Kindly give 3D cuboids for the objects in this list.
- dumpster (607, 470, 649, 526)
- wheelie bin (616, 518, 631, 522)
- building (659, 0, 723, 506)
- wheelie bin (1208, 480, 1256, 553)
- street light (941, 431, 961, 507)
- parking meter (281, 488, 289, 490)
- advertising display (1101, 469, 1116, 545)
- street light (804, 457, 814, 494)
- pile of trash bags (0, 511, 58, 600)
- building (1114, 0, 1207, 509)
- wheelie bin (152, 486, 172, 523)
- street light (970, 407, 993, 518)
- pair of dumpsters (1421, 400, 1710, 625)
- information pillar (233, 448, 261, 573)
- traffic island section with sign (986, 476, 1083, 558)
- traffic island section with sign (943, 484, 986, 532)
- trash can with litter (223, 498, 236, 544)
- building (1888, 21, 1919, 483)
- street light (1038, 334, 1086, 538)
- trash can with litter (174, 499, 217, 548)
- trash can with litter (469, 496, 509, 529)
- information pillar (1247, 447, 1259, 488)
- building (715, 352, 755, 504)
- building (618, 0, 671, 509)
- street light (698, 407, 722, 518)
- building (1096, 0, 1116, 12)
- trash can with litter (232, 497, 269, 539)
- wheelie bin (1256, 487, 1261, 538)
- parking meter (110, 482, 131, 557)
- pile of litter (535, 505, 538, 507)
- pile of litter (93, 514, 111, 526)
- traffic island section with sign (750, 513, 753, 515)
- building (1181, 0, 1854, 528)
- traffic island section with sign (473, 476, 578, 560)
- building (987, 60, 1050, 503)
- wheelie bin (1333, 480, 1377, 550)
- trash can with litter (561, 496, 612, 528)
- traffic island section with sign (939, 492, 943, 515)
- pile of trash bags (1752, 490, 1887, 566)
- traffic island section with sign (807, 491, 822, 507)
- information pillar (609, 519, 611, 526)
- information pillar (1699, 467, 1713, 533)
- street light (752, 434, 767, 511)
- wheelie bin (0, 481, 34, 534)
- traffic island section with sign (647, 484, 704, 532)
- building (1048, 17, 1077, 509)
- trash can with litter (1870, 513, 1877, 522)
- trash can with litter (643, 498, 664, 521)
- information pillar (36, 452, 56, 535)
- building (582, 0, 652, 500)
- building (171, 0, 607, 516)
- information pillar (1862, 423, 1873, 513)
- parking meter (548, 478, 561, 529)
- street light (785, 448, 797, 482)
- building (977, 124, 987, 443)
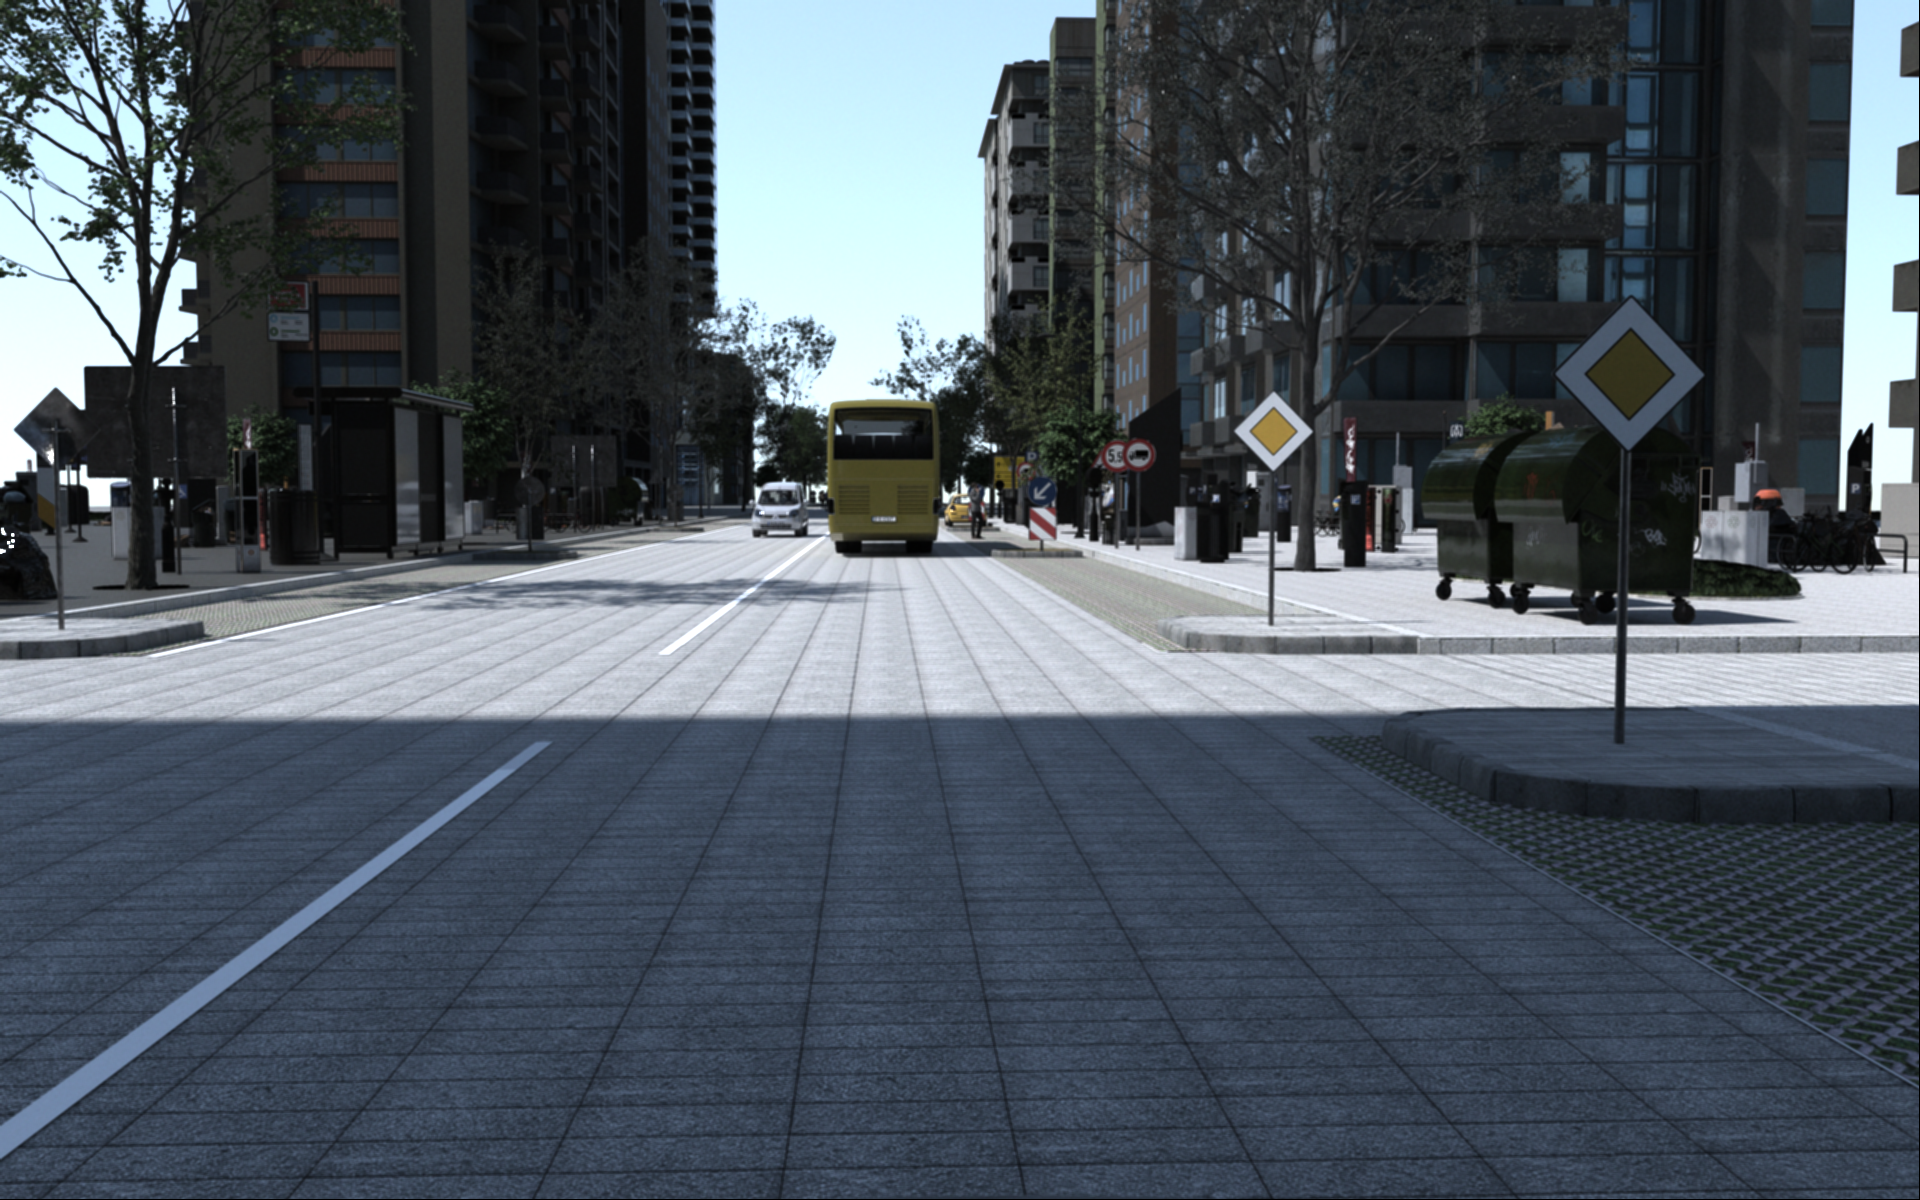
[{"bbox_3d":[-13.350,-4.088,69.326,1.502,2.255,1.985,0,4,-2],"label":"dumpster"},{"bbox_3d":[-15.409,-4.378,79.485,0.693,1.594,0.980,2,4,31],"label":"wheelie bin"},{"bbox_3d":[-37.873,-53.994,195.471,22.319,86.520,31.000,0,4,-3],"label":"building"},{"bbox_3d":[5.881,-1.835,37.917,0.693,1.594,0.980,3,4,37],"label":"wheelie bin"},{"bbox_3d":[-0.528,-9.467,127.322,1.470,5.913,1.316,0,4,-3],"label":"street light"},{"bbox_3d":[-27.617,-3.825,70.955,0.372,1.533,0.369,0,3,0],"label":"parking meter"},{"bbox_3d":[3.773,-2.351,43.647,0.123,1.923,0.974,-1,4,-15],"label":"advertising display"},{"bbox_3d":[-19.001,-14.984,217.527,1.470,5.913,1.316,0,4,-3],"label":"street light"},{"bbox_3d":[-12.343,-0.626,19.986,1.912,1.369,3.447,1,4,16],"label":"pile of trash bags"},{"bbox_3d":[16.804,-27.524,100.128,14.600,45.320,14.200,0,4,-3],"label":"building"},{"bbox_3d":[-32.120,-3.774,69.609,0.693,1.594,0.980,-3,5,-45],"label":"wheelie bin"},{"bbox_3d":[1.082,-7.283,91.614,1.470,5.913,1.316,0,4,-3],"label":"street light"},{"bbox_3d":[6.477,-1.005,18.923,1.574,2.255,4.437,0,4,-2],"label":"pair of dumpsters"},{"bbox_3d":[-11.567,-1.444,28.104,0.304,2.012,0.304,-3,5,-40],"label":"information pillar"},{"bbox_3d":[1.703,-1.892,39.559,1.989,1.847,2.006,0,4,-3],"label":"traffic island section with sign"},{"bbox_3d":[0.483,-3.552,66.699,1.989,1.847,2.006,0,4,-3],"label":"traffic island section with sign"},{"bbox_3d":[-18.735,-2.050,44.901,0.624,1.170,1.055,-2,4,-29],"label":"trash can with litter"},{"bbox_3d":[32.206,-25.089,33.912,21.600,48.544,21.300,0,4,-3],"label":"building"},{"bbox_3d":[2.944,-4.755,50.280,1.470,5.913,1.316,0,4,-3],"label":"street light"},{"bbox_3d":[-18.364,-1.841,41.481,1.055,1.170,0.624,-1,4,-9],"label":"trash can with litter"},{"bbox_3d":[-17.708,-3.242,64.071,2.233,1.210,1.678,0,4,7],"label":"trash can with litter"},{"bbox_3d":[10.524,-4.330,62.150,0.183,3.616,0.504,-3,5,-44],"label":"information pillar"},{"bbox_3d":[-41.911,-23.387,227.422,27.650,21.520,28.899,0,4,-3],"label":"building"},{"bbox_3d":[-32.472,-30.378,146.792,14.600,45.320,14.200,0,4,-3],"label":"building"},{"bbox_3d":[-13.370,-7.355,92.800,1.470,5.913,1.316,0,4,-3],"label":"street light"},{"bbox_3d":[15.720,-26.362,114.612,14.154,41.232,14.086,0,4,-3],"label":"building"},{"bbox_3d":[-20.330,-2.328,49.119,2.233,1.210,1.678,-1,4,-16],"label":"trash can with litter"},{"bbox_3d":[8.566,-2.650,51.229,0.693,1.594,0.980,0,4,7],"label":"wheelie bin"},{"bbox_3d":[-17.076,-1.642,35.261,0.372,1.533,0.369,0,3,0],"label":"parking meter"},{"bbox_3d":[-18.703,-3.786,75.858,1.719,0.858,1.176,-1,4,-15],"label":"pile of litter"},{"bbox_3d":[-34.523,-3.470,70.697,1.719,0.858,1.176,1,4,20],"label":"pile of litter"},{"bbox_3d":[-13.045,-6.589,116.352,1.989,1.847,2.006,0,4,-3],"label":"traffic island section with sign"},{"bbox_3d":[22.752,-27.942,76.461,23.786,49.044,30.456,0,4,-3],"label":"building"},{"bbox_3d":[-9.505,-1.803,38.099,1.989,1.847,2.006,0,4,-3],"label":"traffic island section with sign"},{"bbox_3d":[18.820,-37.945,209.642,28.713,52.752,27.495,0,4,-3],"label":"building"},{"bbox_3d":[9.118,-1.961,39.978,0.980,1.594,0.693,0,4,7],"label":"wheelie bin"},{"bbox_3d":[-14.177,-3.291,64.870,2.233,1.210,1.678,1,4,16],"label":"trash can with litter"},{"bbox_3d":[-1.763,-6.601,116.551,1.989,1.847,2.006,0,4,-3],"label":"traffic island section with sign"},{"bbox_3d":[15.790,-1.395,32.561,1.912,1.369,3.447,0,4,0],"label":"pile of trash bags"},{"bbox_3d":[-16.748,-11.615,198.540,1.989,1.847,2.006,0,4,-3],"label":"traffic island section with sign"},{"bbox_3d":[-14.247,-4.850,70.657,0.183,3.616,0.504,0,4,-8],"label":"information pillar"},{"bbox_3d":[20.663,-2.659,47.971,0.304,2.012,0.304,2,4,27],"label":"information pillar"},{"bbox_3d":[-15.358,-9.858,133.715,1.470,5.913,1.316,0,4,-3],"label":"street light"},{"bbox_3d":[-22.642,-2.051,41.440,0.980,1.594,0.693,2,4,32],"label":"wheelie bin"},{"bbox_3d":[-10.761,-3.488,65.652,1.989,1.847,2.006,0,4,-3],"label":"traffic island section with sign"},{"bbox_3d":[14.692,-28.710,153.005,14.154,41.232,14.086,0,4,-3],"label":"building"},{"bbox_3d":[40.472,-4.110,78.252,2.233,1.210,1.678,-1,4,-8],"label":"trash can with litter"},{"bbox_3d":[-14.887,-4.425,83.738,1.055,1.170,0.624,-3,4,-37],"label":"trash can with litter"},{"bbox_3d":[-28.470,-3.829,53.953,0.504,3.616,0.183,-2,4,-29],"label":"information pillar"},{"bbox_3d":[-34.092,-42.216,128.487,20.563,71.187,20.611,0,4,-3],"label":"building"},{"bbox_3d":[-33.773,-27.500,104.242,22.147,44.769,28.867,0,4,-3],"label":"building"},{"bbox_3d":[29.897,-4.022,57.111,0.183,3.616,0.504,0,4,-2],"label":"information pillar"},{"bbox_3d":[-14.815,-3.524,63.327,0.399,1.863,0.255,1,4,10],"label":"parking meter"},{"bbox_3d":[-17.150,-12.434,175.841,1.470,5.913,1.316,0,4,-3],"label":"street light"},{"bbox_3d":[17.444,-39.680,238.006,28.713,52.752,27.495,0,4,-3],"label":"building"}]
